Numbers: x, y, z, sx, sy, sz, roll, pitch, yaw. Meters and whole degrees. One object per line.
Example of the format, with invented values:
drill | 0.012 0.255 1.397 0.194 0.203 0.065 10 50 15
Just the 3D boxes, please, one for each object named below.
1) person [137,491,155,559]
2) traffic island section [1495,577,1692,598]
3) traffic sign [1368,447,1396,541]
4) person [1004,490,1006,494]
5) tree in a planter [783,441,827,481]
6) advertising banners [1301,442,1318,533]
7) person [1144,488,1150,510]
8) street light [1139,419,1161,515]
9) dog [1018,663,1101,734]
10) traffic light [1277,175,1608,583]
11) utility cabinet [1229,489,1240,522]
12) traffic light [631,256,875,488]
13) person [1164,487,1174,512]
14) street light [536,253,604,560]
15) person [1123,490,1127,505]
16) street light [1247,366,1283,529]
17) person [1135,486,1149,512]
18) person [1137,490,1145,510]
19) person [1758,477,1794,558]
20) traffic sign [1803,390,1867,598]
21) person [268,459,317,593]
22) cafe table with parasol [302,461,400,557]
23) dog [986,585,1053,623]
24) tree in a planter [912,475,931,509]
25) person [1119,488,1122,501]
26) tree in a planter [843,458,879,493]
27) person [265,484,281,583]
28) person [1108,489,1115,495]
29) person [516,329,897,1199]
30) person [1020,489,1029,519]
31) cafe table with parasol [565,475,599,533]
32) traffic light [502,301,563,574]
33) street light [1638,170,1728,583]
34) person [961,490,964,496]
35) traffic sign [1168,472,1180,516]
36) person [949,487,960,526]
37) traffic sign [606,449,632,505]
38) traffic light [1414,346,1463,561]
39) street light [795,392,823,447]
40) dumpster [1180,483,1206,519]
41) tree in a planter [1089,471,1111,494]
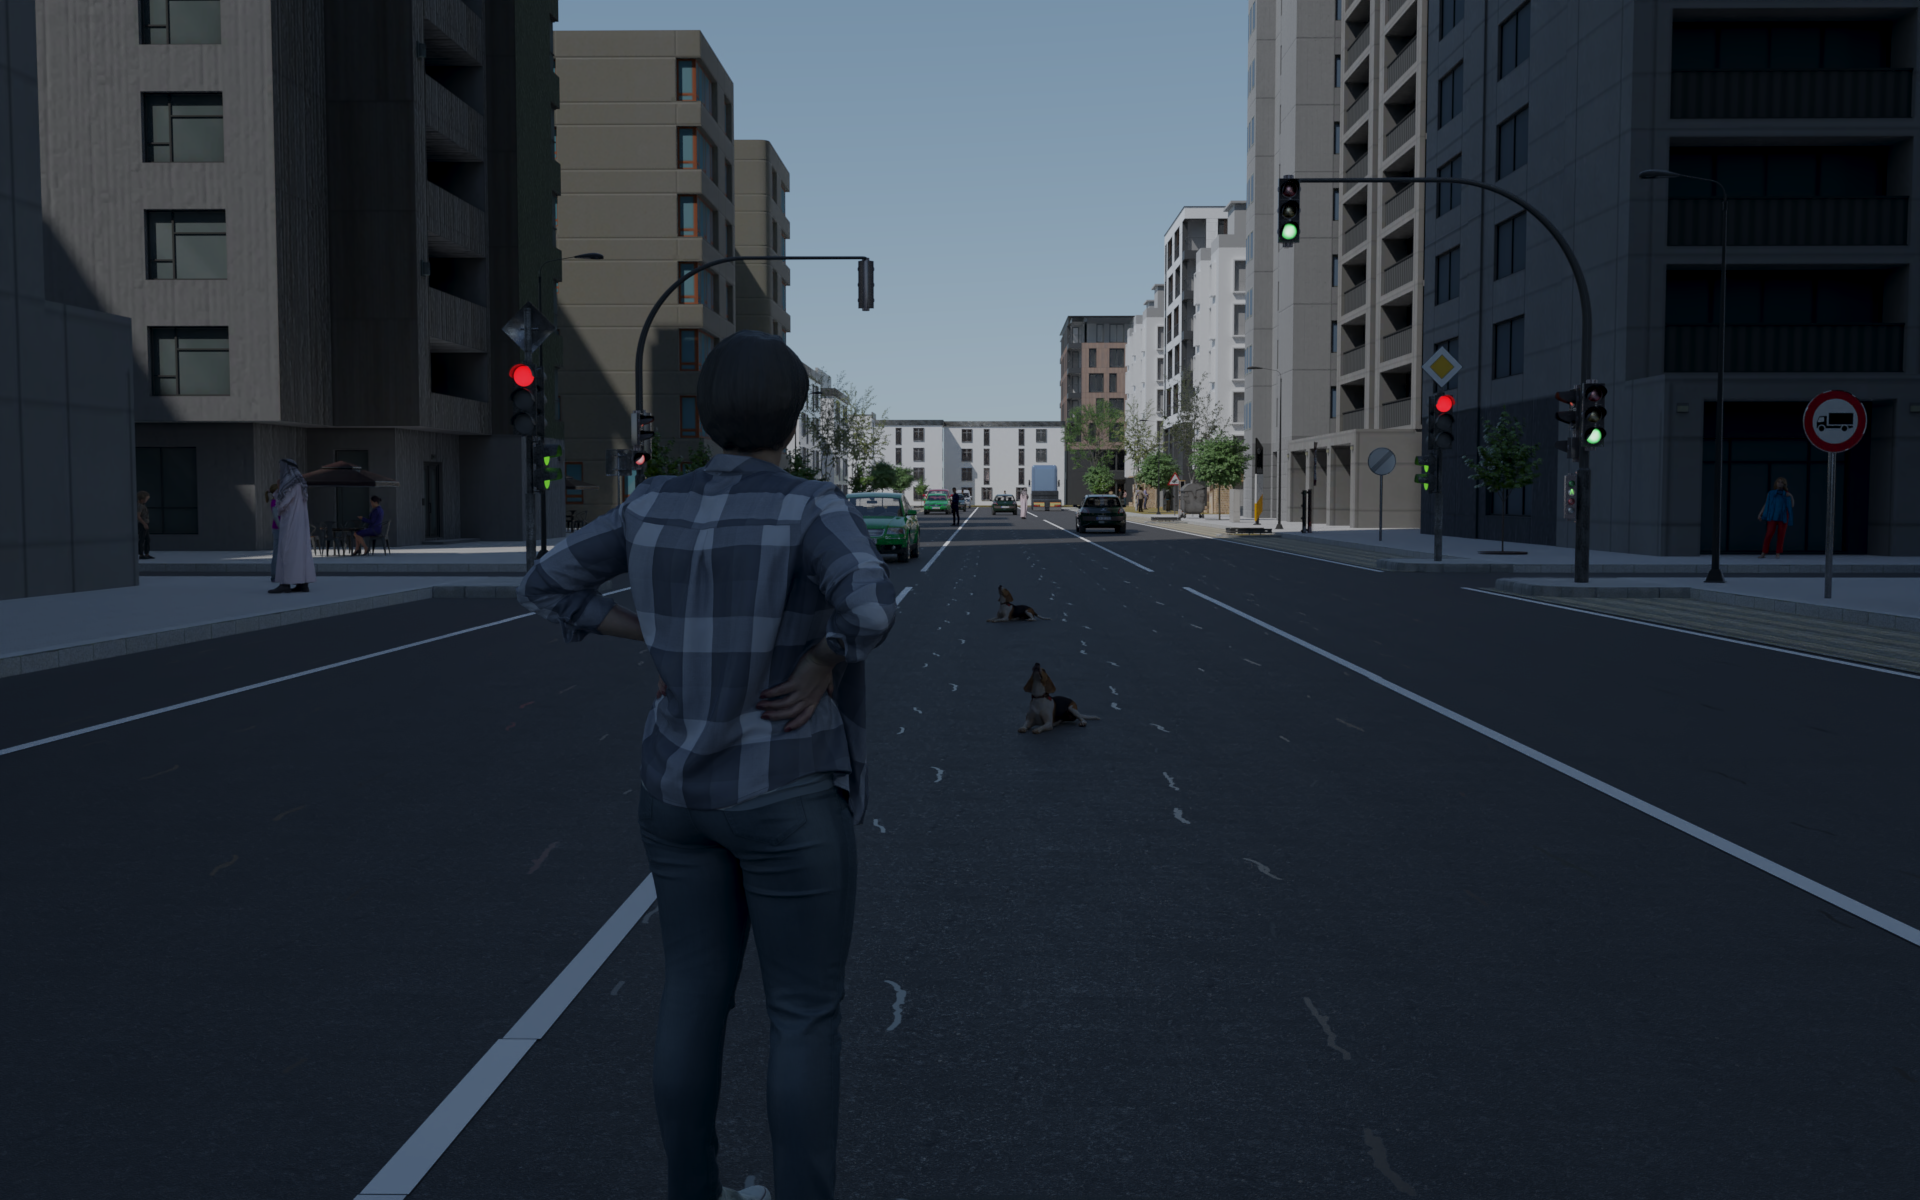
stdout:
person | -16.015 -1.474 34.049 0.340 1.345 0.435 -2 4 -28
traffic island section | 9.021 -0.174 25.121 2.009 0.180 2.903 0 4 1
traffic sign | 11.496 -2.885 47.276 0.768 2.556 0.104 0 4 5
person | 4.750 -10.760 184.435 0.705 1.823 1.348 2 4 32
tree in a planter | -5.410 -3.712 57.916 1.991 3.239 1.994 0 4 1
advertising banners | 11.583 -3.739 57.327 0.090 3.025 2.074 2 4 25
person | 15.361 -8.330 142.114 0.599 1.838 0.709 1 4 19
street light | 11.837 -8.273 107.811 1.470 5.913 1.316 0 4 1
dog | 0.634 0.582 10.677 0.748 0.427 0.550 -1 4 -21
traffic light | 6.888 -3.072 24.902 4.771 5.953 1.251 0 4 1
utility cabinet | 12.463 -4.269 78.481 0.318 1.500 1.173 0 4 0
traffic light | -4.029 -3.582 33.234 4.771 5.953 1.251 0 4 1
person | 14.828 -7.176 123.001 0.705 1.869 1.348 -2 4 -29
street light | -7.554 -3.729 33.503 1.470 5.913 1.316 0 4 1
person | 17.526 -10.883 184.685 0.721 1.736 1.217 -1 4 -9
street light | 11.107 -5.533 63.013 1.470 5.913 1.316 0 4 1
person | 12.820 -7.123 122.510 0.705 1.823 1.348 -3 4 -37
person | 14.238 -7.977 136.335 0.709 1.838 0.599 -2 4 -32
person | 16.233 -1.632 34.434 0.444 1.614 0.593 -3 5 -41
traffic sign | 10.681 -1.292 21.237 0.768 2.556 0.104 0 4 1
person | -8.723 -0.969 22.557 0.621 1.740 0.551 -2 4 -27
cafe table with parasol | -12.780 -1.894 35.836 2.610 1.966 2.610 -3 4 -37
dog | 0.677 0.040 19.535 0.748 0.427 0.550 0 4 5
tree in a planter | -3.626 -10.108 162.485 1.991 3.239 1.994 0 4 1
person | 15.249 -9.726 165.079 0.705 1.821 1.348 0 4 6
tree in a planter | -4.945 -5.401 85.535 1.991 3.239 1.994 0 4 1
person | -9.753 -0.974 25.209 0.776 1.435 0.726 -1 4 -19
person | 15.983 -10.815 182.960 1.348 1.812 0.705 2 4 24
person | -0.405 0.368 3.214 0.841 1.734 0.376 3 4 36
person | 3.692 -5.499 99.071 0.551 1.740 0.621 1 4 14
cafe table with parasol | -13.237 -3.218 57.476 2.610 1.966 2.610 -1 4 -22
traffic light | -6.258 -2.222 25.251 0.839 4.253 0.868 0 4 1
street light | 10.418 -3.207 24.970 1.470 5.913 1.316 0 4 1
person | 0.226 -9.725 167.137 0.705 1.869 1.348 0 4 -2
traffic sign | 12.729 -6.272 102.546 0.884 2.594 0.081 0 4 7
person | -0.280 -4.222 78.237 0.504 1.737 0.576 -3 5 -43
traffic sign | -7.758 -2.280 39.402 0.606 2.300 0.079 0 4 5
traffic light | 9.117 -2.695 32.992 0.839 4.253 0.868 0 4 1
street light | -6.916 -6.484 78.552 1.470 5.913 1.316 0 4 1
dumpster | 12.305 -5.242 91.461 1.264 1.857 1.865 0 4 1
tree in a planter | 10.886 -8.416 134.815 1.991 3.239 1.994 0 4 1
